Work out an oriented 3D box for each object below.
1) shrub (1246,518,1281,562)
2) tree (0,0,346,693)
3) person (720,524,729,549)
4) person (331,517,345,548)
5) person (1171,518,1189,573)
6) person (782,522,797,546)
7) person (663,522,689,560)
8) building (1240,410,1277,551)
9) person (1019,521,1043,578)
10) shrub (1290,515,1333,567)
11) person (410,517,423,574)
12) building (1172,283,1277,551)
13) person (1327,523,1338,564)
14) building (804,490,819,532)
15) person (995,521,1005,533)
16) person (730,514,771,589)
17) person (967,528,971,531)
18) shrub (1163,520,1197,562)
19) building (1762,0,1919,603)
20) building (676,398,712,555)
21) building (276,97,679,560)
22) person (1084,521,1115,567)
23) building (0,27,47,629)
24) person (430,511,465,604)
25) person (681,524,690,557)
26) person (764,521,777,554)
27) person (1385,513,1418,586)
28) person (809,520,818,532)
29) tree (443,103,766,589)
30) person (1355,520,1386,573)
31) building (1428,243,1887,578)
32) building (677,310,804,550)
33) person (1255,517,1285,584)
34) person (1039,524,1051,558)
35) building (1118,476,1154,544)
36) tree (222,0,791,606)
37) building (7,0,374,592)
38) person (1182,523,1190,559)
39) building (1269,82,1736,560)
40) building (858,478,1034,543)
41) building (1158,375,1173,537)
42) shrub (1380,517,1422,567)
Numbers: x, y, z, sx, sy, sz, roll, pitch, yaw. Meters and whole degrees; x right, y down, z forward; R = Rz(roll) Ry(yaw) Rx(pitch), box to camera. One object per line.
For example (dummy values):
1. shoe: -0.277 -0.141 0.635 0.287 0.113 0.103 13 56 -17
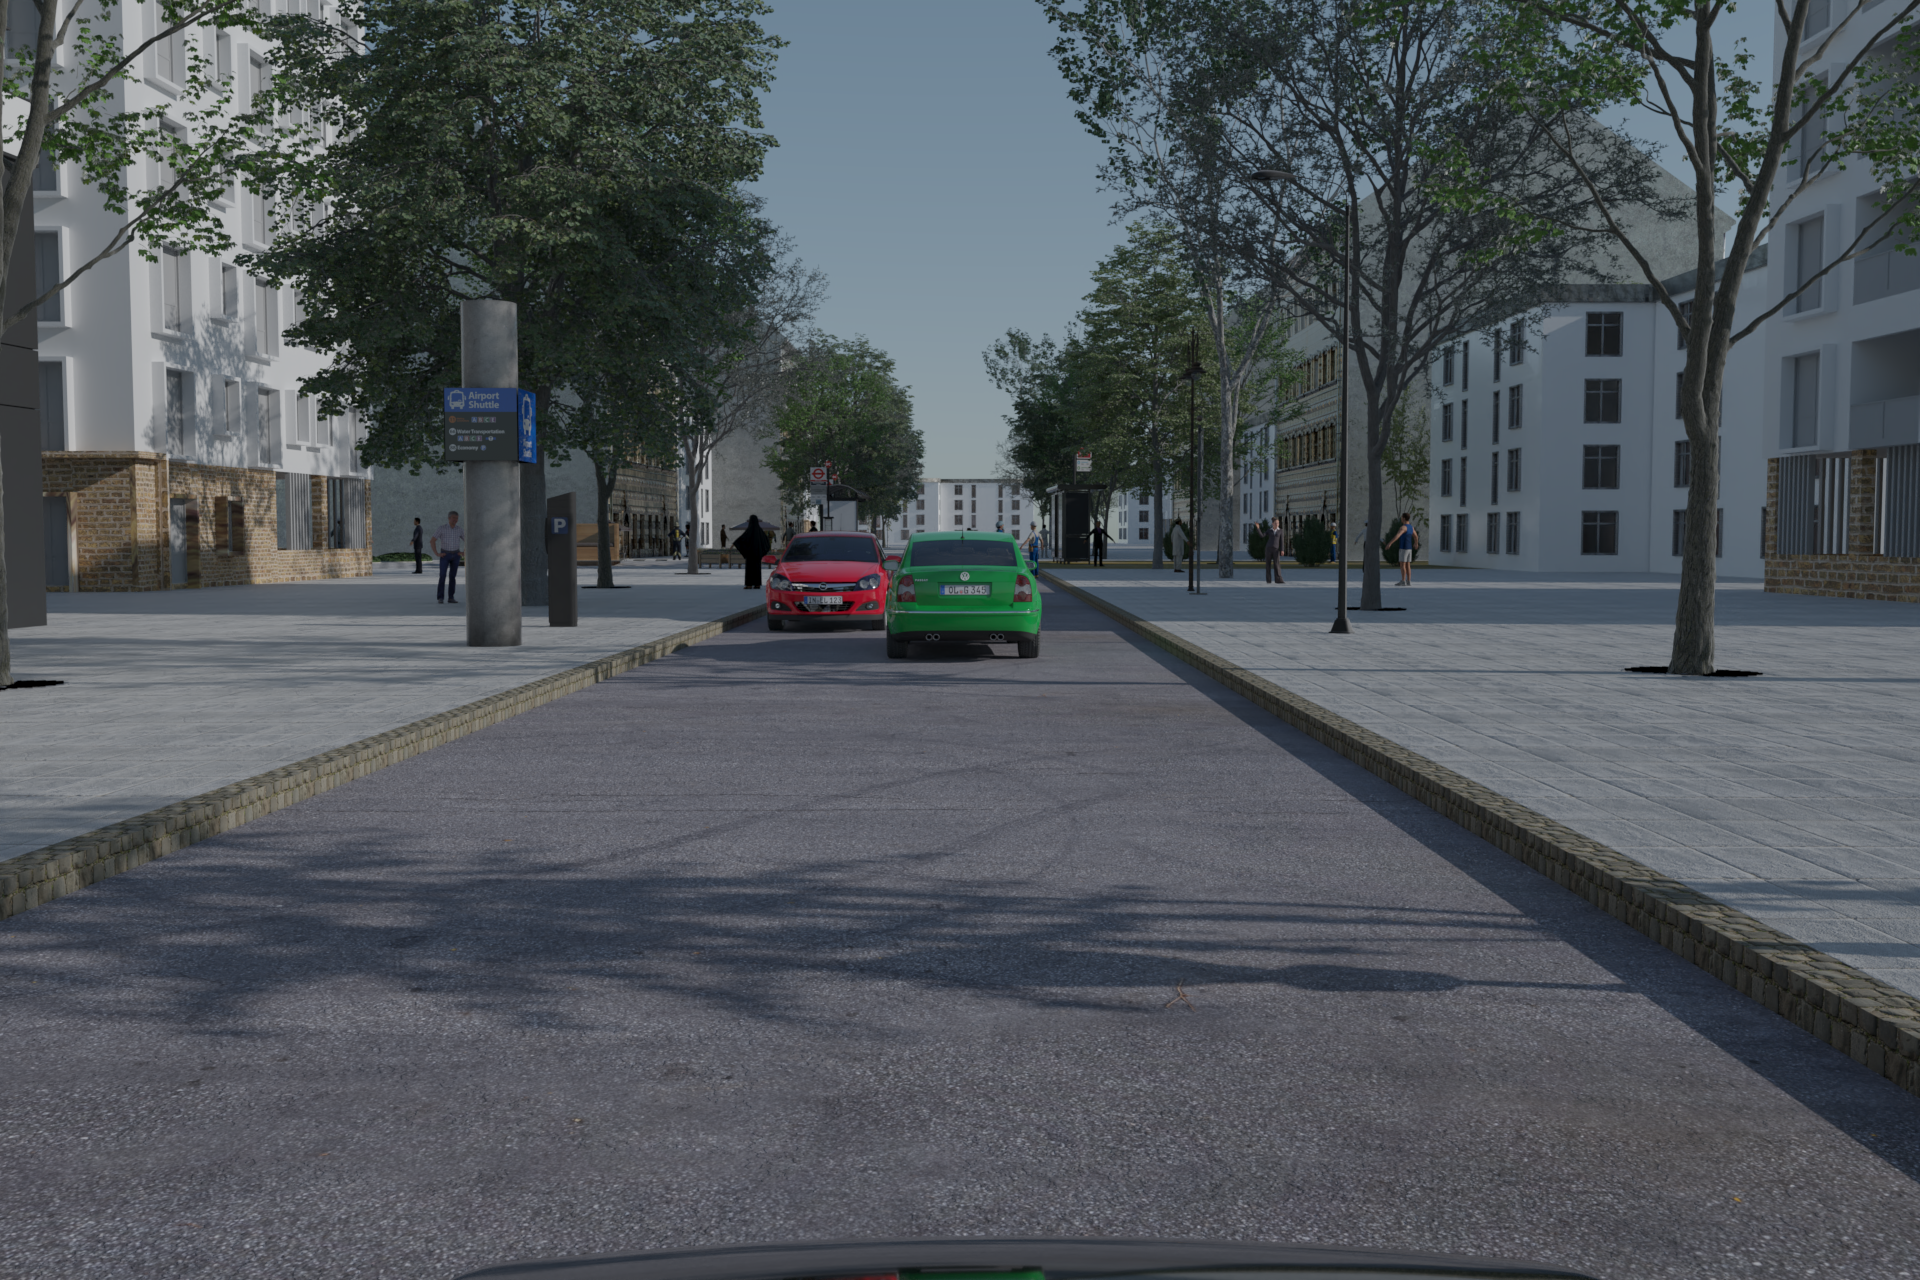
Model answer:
1. shrub: 14.089 -4.667 80.342 1.661 2.075 1.752 0 3 0
2. tree: -7.982 -5.404 14.117 9.928 11.665 9.643 0 3 0
3. person: -12.878 -5.406 94.522 0.704 1.812 1.346 -1 4 -23
4. person: -19.766 -3.033 55.422 1.345 1.849 0.704 0 4 6
5. person: 7.323 -3.168 57.880 0.704 1.819 1.344 -1 4 -17
6. person: -7.162 -4.112 73.509 0.705 1.796 1.348 -3 5 -44
7. person: -13.920 -4.853 85.127 1.354 1.856 0.705 -1 4 -14
8. building: 25.687 -10.723 117.472 9.099 9.664 28.070 0 3 0
9. person: 2.359 -2.915 55.971 0.705 1.847 1.347 2 4 35
10. shrub: 13.739 -3.892 67.675 1.661 2.075 1.752 0 3 0
11. person: -17.615 -3.066 56.183 0.704 1.823 1.345 0 4 -7
12. building: 27.795 -19.034 142.142 19.493 23.208 18.063 0 4 1
13. person: 16.186 -4.228 75.593 0.721 1.772 1.216 -1 4 -9
14. building: -24.289 -22.299 221.000 16.016 20.090 11.380 0 4 1
15. person: 1.202 -2.567 50.559 0.704 1.817 1.347 -1 4 -9
16. person: -4.868 -2.053 40.355 0.721 1.737 1.214 3 5 41
17. person: 0.334 -4.523 83.131 0.721 1.740 1.216 1 4 18
18. shrub: 10.152 -4.685 80.645 1.661 2.075 1.752 0 3 0
19. building: 22.663 -10.956 35.558 16.016 20.090 11.380 0 4 0
20. building: -21.616 -10.877 119.994 9.099 9.664 28.070 0 4 0
21. building: -26.135 -16.042 93.211 19.493 23.208 18.063 0 4 1
22. person: 5.476 -3.799 68.341 1.346 1.802 0.704 -1 4 -19
23. building: -27.084 -10.016 7.738 27.936 21.610 32.646 0 4 1
24. person: -9.452 -1.542 32.198 0.756 1.711 0.436 -2 4 -29
25. person: -15.152 -5.510 96.225 0.704 1.843 1.345 1 4 18
26. person: -8.423 -4.279 75.725 1.354 1.858 0.705 3 5 44
27. person: 11.017 -2.249 42.947 1.345 1.807 0.704 -3 5 -43
28. person: -5.664 -3.681 66.372 0.705 1.806 1.347 2 4 24
29. tree: -8.349 -7.036 40.796 9.928 11.665 9.643 0 3 0
30. person: 13.564 -3.113 57.361 0.721 1.778 1.216 -3 5 -42
31. building: 24.024 -7.112 58.427 9.099 9.664 28.070 0 3 0
32. building: -23.068 -19.078 142.861 19.493 23.208 18.063 0 3 0
33. person: 7.999 -2.315 44.691 0.742 1.727 0.445 -1 4 -23
34. person: 4.572 -5.343 93.545 1.347 1.806 0.705 1 4 21
35. building: 25.910 -17.104 221.801 9.099 9.664 28.070 0 4 0
36. tree: -7.773 -7.585 30.678 9.857 13.997 8.962 0 3 0
37. building: -23.064 -11.206 39.645 16.016 20.090 11.380 0 4 1
38. person: 11.337 -5.001 87.706 1.347 1.837 0.705 -3 4 -38
39. building: 27.797 -16.027 92.967 19.493 23.208 18.063 0 4 1
40. building: -2.874 -19.246 259.280 28.070 9.664 9.099 0 4 3
41. building: 27.741 -20.846 197.252 16.016 20.090 11.380 0 4 1
42. shrub: 17.419 -3.926 68.611 1.690 2.028 1.600 0 3 0
